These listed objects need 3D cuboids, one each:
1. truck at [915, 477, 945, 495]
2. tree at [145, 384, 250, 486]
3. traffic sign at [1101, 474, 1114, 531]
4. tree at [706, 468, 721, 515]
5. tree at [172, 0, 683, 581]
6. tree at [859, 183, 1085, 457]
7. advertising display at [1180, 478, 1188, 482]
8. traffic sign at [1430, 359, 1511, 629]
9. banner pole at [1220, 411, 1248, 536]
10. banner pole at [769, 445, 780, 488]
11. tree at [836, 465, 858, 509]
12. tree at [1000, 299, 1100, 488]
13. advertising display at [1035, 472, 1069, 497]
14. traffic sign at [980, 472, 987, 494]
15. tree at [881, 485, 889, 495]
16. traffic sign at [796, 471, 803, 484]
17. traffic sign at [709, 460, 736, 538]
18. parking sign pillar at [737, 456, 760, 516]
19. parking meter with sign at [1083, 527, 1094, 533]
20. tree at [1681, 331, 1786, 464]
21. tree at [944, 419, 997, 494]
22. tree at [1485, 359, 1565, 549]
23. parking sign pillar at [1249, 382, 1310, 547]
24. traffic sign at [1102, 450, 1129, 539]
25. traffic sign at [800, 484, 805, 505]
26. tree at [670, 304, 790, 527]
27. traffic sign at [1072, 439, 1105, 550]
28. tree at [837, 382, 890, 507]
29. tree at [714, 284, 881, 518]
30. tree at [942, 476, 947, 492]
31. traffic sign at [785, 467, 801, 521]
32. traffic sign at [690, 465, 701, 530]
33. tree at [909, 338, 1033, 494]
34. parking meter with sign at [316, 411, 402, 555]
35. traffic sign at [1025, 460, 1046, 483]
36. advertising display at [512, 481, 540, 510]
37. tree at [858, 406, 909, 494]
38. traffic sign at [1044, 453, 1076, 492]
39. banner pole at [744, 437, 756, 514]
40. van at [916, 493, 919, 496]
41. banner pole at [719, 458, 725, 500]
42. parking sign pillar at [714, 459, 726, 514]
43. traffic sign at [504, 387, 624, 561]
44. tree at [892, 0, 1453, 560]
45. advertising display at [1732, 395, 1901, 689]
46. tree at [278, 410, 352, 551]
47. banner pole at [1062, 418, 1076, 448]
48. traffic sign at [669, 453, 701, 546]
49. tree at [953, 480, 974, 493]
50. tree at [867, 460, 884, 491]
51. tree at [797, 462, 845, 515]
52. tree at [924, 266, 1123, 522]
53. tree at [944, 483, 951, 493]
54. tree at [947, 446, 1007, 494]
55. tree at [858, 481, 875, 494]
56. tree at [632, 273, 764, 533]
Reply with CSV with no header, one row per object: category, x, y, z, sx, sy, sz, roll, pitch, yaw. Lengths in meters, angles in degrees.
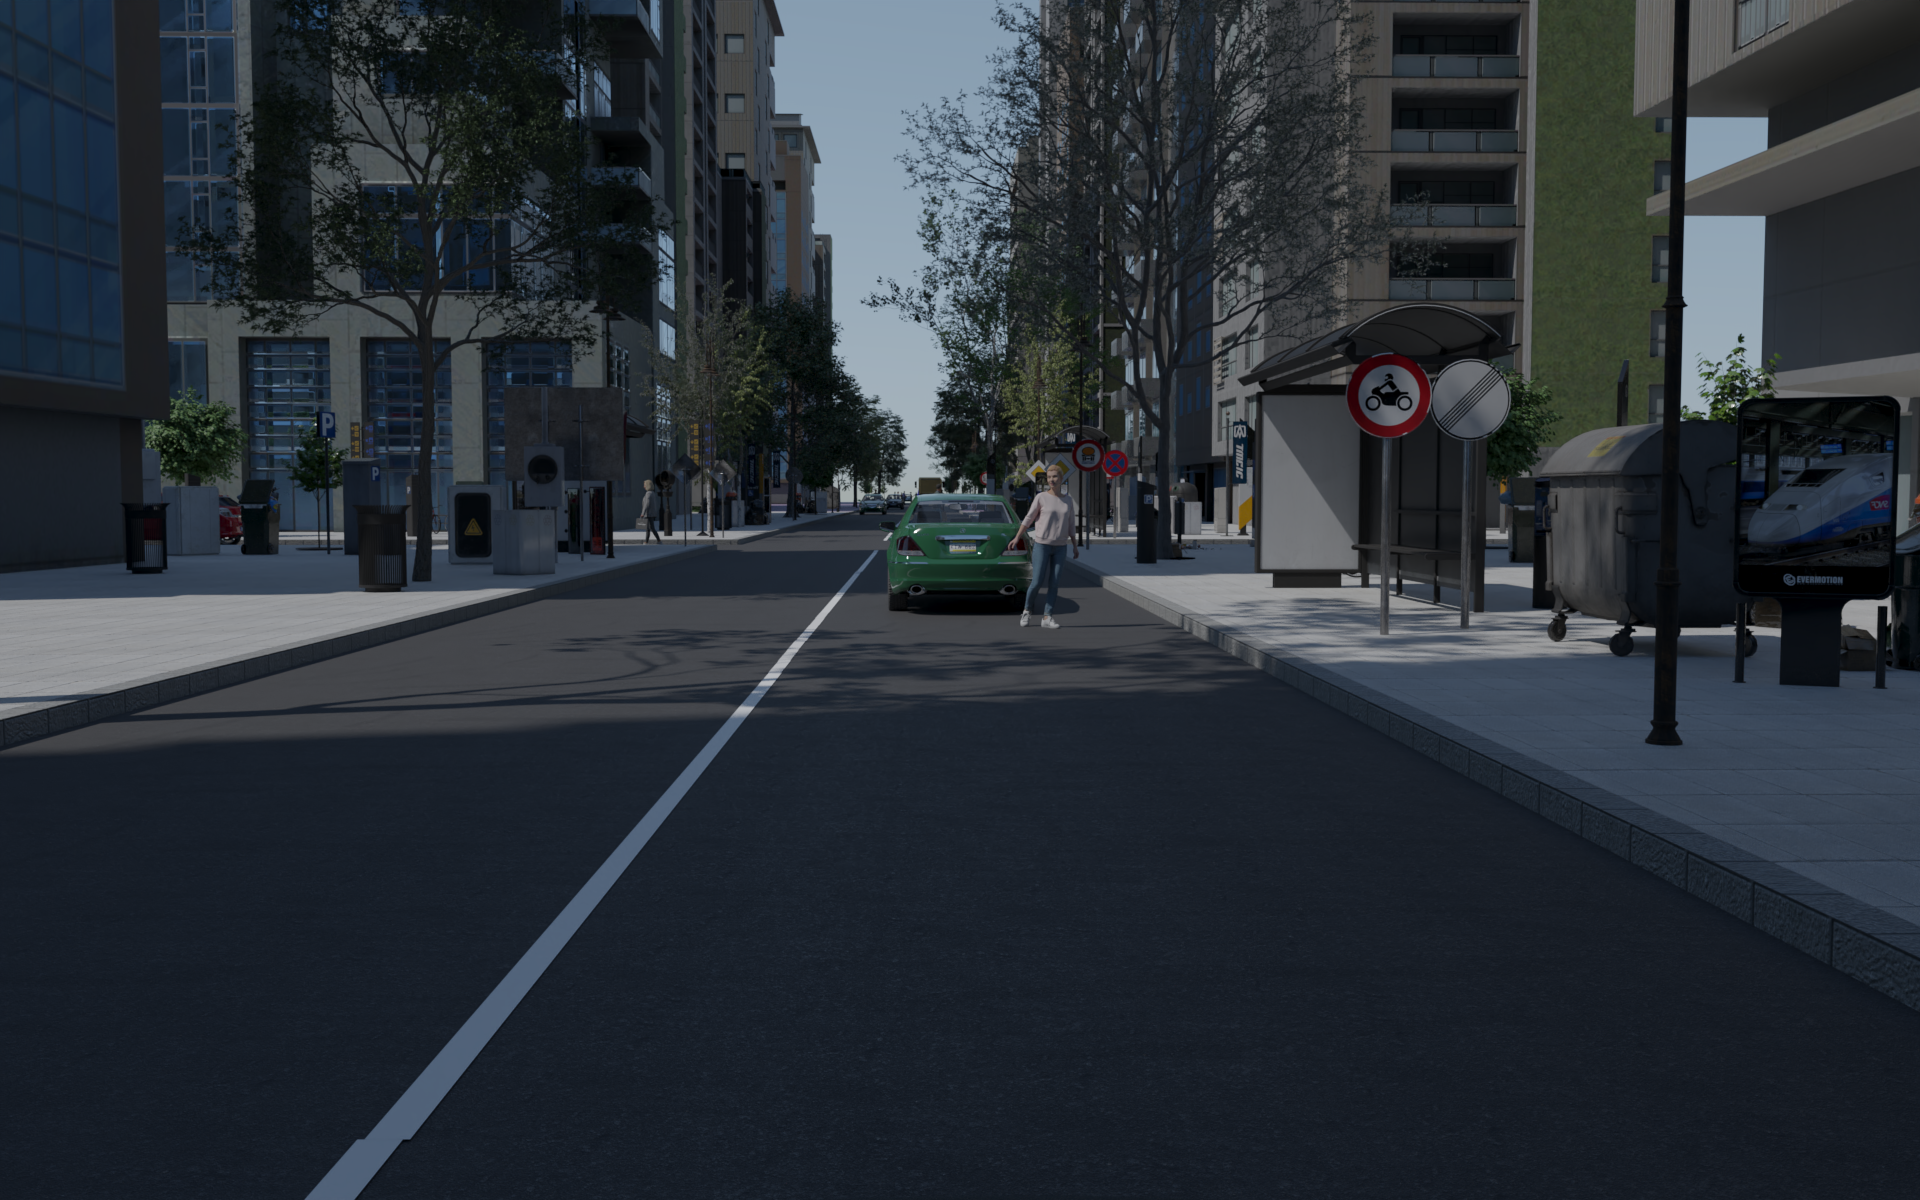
truck,-3.399,-12.250,196.210,3.469,3.379,9.791,0,4,-2
tree,-22.937,-4.160,51.734,4.285,4.588,4.351,0,3,0
traffic sign,4.936,-3.695,60.420,0.884,2.594,0.081,0,4,3
tree,-14.340,-6.708,104.283,1.663,3.219,1.824,0,3,0
tree,-7.608,-5.560,25.316,7.601,10.594,8.767,-2,4,-28
tree,0.586,-15.342,106.738,12.611,20.169,13.585,0,3,0
advertising display,8.965,-3.928,69.443,0.123,1.923,0.974,0,4,-3
traffic sign,4.814,-0.999,16.442,0.768,2.556,0.104,0,4,0
banner pole,8.309,-3.816,52.404,0.863,3.779,0.401,2,4,29
banner pole,-9.412,-5.975,87.712,0.863,3.779,0.401,2,4,32
tree,-11.204,-14.259,183.488,4.737,8.622,4.395,0,3,0
tree,3.279,-7.078,66.091,4.737,8.622,4.395,0,3,0
advertising display,2.667,-2.763,50.386,0.974,1.923,0.123,0,4,-2
traffic sign,1.522,-6.028,98.662,0.768,2.556,0.104,0,4,4
tree,-12.434,-17.637,282.969,1.663,3.219,1.824,0,3,0
traffic sign,-8.267,-5.313,86.967,0.768,2.556,0.104,0,4,1
traffic sign,-6.898,-2.861,50.412,0.795,2.450,0.064,0,4,-1
parking sign pillar,-12.337,-6.898,101.261,1.447,3.967,1.447,-2,4,-32
parking meter with sign,4.339,-3.795,58.305,0.543,3.016,1.738,0,4,-4
tree,9.353,-1.591,20.617,1.663,3.219,1.824,0,3,0
tree,1.229,-13.921,177.977,4.360,8.622,3.978,0,3,0
tree,12.465,-3.492,40.813,4.285,4.588,4.351,0,3,0
parking sign pillar,7.778,-3.277,42.045,1.447,3.967,1.447,0,3,0
traffic sign,4.462,-3.042,49.847,0.768,2.556,0.104,0,4,5
traffic sign,-10.384,-7.070,115.695,0.768,2.556,0.104,0,4,7
tree,-8.743,-7.103,66.493,4.737,8.622,4.395,0,3,0
traffic sign,2.950,-2.435,39.911,0.768,2.556,0.104,0,4,1
tree,-10.843,-15.759,175.782,7.486,12.596,7.792,0,3,0
tree,-9.135,-10.870,94.729,9.611,12.733,9.660,0,3,0
tree,-1.389,-17.220,265.266,4.285,4.588,4.351,0,3,0
traffic sign,-7.932,-5.028,82.309,0.768,2.556,0.104,0,4,5
traffic sign,-9.604,-3.773,61.801,0.768,2.556,0.104,0,4,4
tree,1.618,-14.457,143.035,9.857,13.997,8.962,0,3,0
parking meter with sign,-12.623,-2.463,36.532,1.738,3.016,0.543,1,4,15
traffic sign,2.295,-2.871,50.583,0.795,2.450,0.064,0,4,-1
advertising display,-10.470,-2.241,41.858,0.123,1.923,0.974,1,4,23
tree,-11.633,-21.059,250.968,9.857,13.997,8.962,0,3,0
traffic sign,2.461,-2.383,42.599,0.795,2.450,0.064,0,4,-1
banner pole,-9.167,-5.226,75.464,0.863,3.779,0.401,3,5,41
van,-4.389,-12.950,216.115,2.240,2.365,5.245,0,4,-1
banner pole,-14.678,-7.130,106.593,0.401,3.779,0.863,-3,5,-41
parking sign pillar,-14.924,-7.335,108.395,1.447,3.967,1.447,1,4,9
traffic sign,-7.552,-2.396,33.045,2.265,3.308,0.079,0,3,0
tree,3.898,-7.535,33.564,12.009,13.543,11.850,0,3,0
advertising display,5.693,-0.388,11.554,0.974,1.923,0.123,2,4,25
tree,-14.777,-2.749,39.540,1.663,3.219,1.824,0,3,0
banner pole,3.544,-4.084,56.793,0.401,3.779,0.863,-3,4,-36
traffic sign,-6.731,-2.372,42.429,0.795,2.450,0.064,0,4,-1
tree,0.585,-12.450,198.159,1.663,3.219,1.824,0,3,0
tree,-11.553,-16.172,214.774,4.360,8.622,3.978,0,3,0
tree,-8.836,-7.538,106.957,4.285,4.588,4.351,0,3,0
tree,3.143,-9.218,76.469,9.928,11.665,9.643,0,3,0
tree,-1.612,-15.864,253.973,1.663,3.219,1.824,0,3,0
tree,1.660,-8.169,117.275,4.285,4.588,4.351,0,3,0
tree,-11.458,-13.699,218.571,1.663,3.219,1.824,0,3,0
tree,-8.489,-6.515,56.877,4.360,8.622,3.978,0,3,0
